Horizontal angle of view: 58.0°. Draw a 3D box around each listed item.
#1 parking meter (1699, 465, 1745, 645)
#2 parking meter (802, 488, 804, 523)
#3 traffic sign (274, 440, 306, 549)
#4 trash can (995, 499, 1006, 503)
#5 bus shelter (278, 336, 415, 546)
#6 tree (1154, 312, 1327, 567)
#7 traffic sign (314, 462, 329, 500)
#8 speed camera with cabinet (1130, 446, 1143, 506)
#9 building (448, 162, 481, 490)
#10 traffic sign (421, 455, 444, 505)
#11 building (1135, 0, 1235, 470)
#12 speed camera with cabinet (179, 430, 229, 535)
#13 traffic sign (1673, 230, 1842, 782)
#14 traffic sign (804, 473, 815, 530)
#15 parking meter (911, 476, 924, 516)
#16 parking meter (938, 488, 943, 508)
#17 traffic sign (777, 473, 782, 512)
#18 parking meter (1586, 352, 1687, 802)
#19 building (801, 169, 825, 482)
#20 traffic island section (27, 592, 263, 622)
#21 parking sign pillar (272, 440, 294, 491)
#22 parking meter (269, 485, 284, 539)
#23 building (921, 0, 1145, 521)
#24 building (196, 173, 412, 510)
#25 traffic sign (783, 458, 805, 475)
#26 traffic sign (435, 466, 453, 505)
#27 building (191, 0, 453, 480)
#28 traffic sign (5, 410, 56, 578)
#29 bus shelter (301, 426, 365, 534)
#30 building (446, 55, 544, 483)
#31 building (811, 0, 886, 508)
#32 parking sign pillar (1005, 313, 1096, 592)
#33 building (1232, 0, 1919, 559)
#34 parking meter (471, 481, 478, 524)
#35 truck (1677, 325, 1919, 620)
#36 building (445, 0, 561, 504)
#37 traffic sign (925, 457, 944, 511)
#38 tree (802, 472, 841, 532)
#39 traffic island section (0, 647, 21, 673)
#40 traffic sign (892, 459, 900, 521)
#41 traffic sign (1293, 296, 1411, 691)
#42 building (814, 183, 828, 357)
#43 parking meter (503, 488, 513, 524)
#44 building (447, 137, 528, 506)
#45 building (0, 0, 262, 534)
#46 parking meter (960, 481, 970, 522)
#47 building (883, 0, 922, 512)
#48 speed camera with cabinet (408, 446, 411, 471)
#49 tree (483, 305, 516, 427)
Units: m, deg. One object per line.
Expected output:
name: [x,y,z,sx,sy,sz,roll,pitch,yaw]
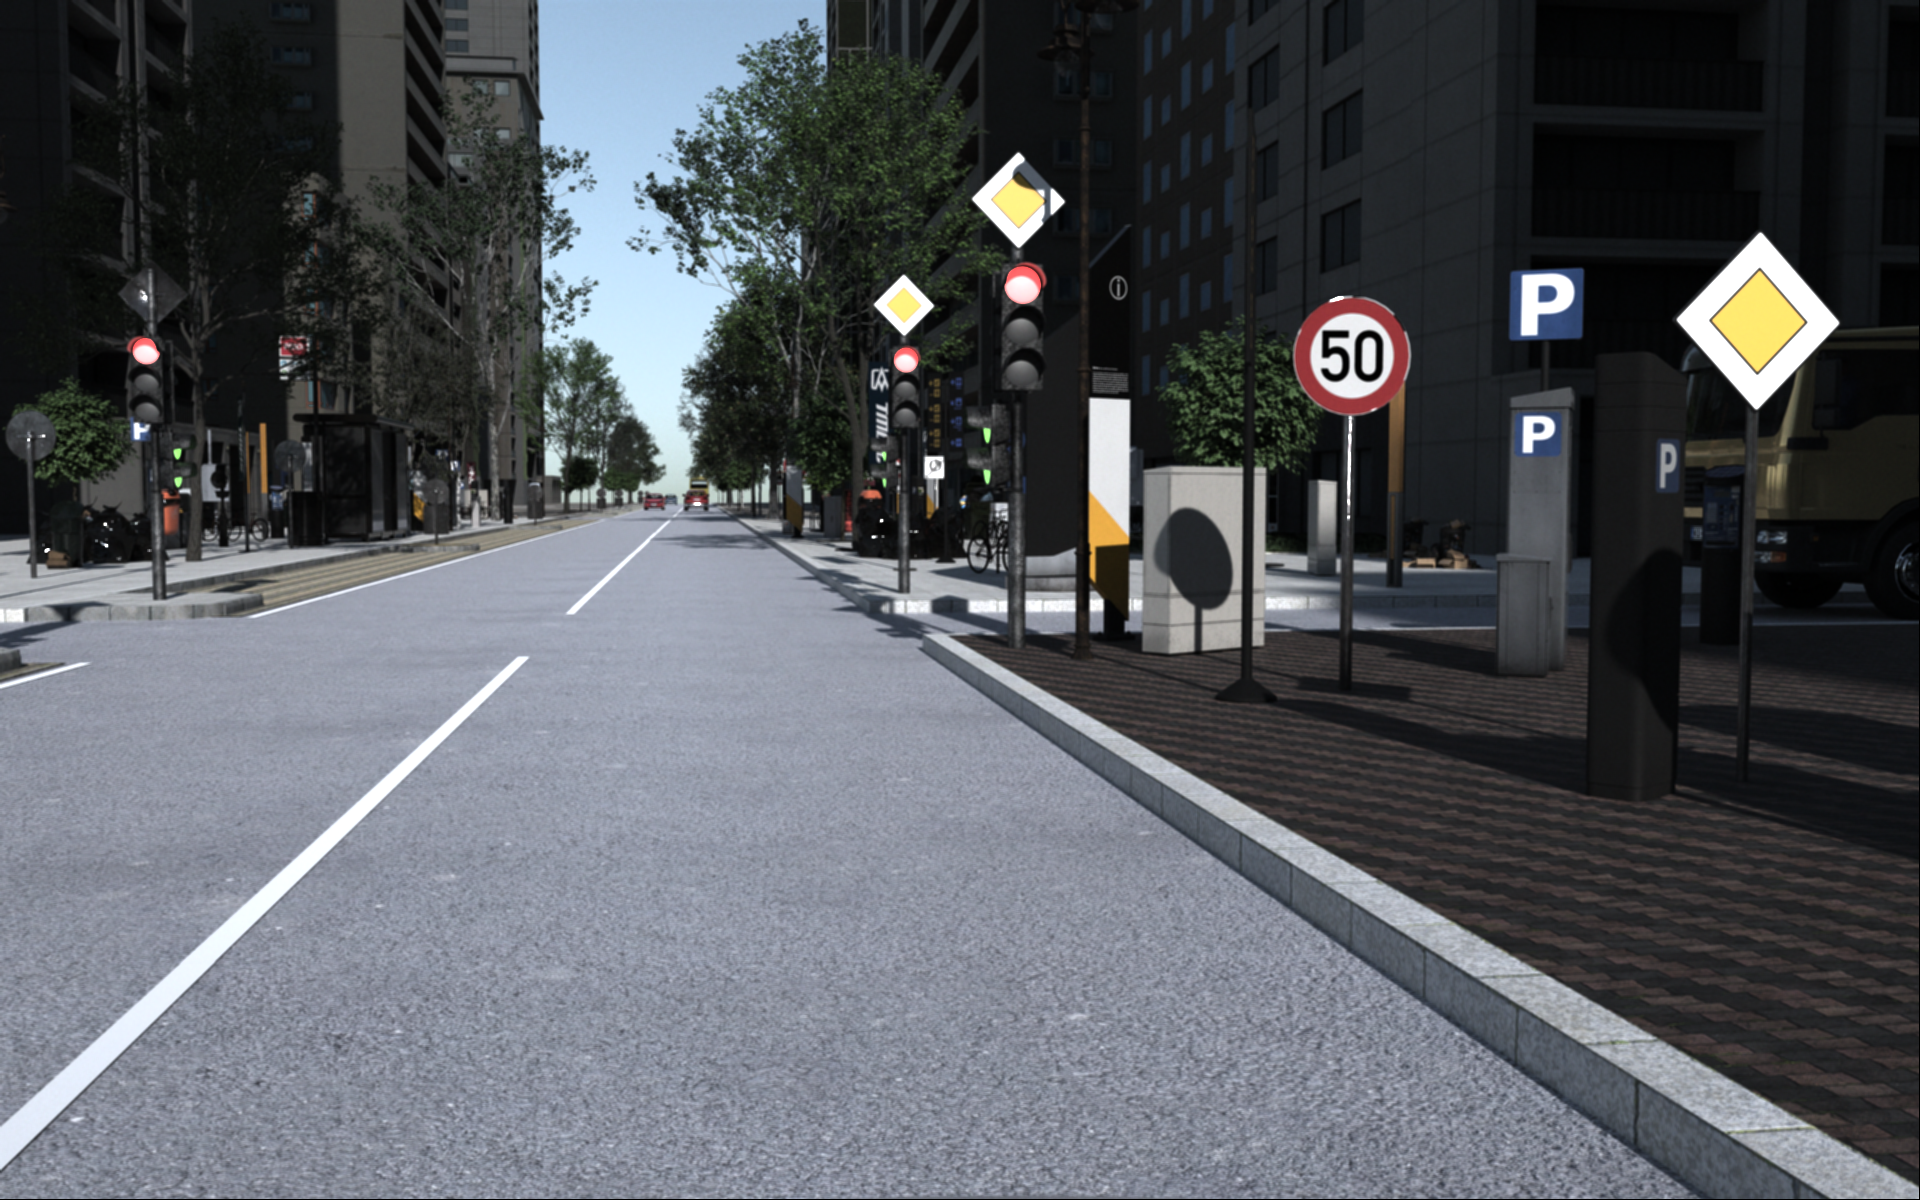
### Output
parking meter: [6.561,-0.394,14.850,0.372,1.533,0.369,0,3,0]
parking meter: [-6.780,-3.962,73.192,0.372,1.533,0.369,0,3,0]
traffic sign: [-15.748,-2.484,40.715,0.768,2.556,0.104,0,4,0]
trash can: [1.419,-2.527,52.970,0.748,1.137,0.748,0,3,0]
bus shelter: [-16.500,-4.218,46.591,2.179,5.291,8.768,-1,4,-8]
tree: [5.008,-2.877,30.759,4.285,4.588,4.351,0,3,0]
traffic sign: [-19.696,-3.308,54.084,0.884,2.594,0.081,0,4,-8]
speed camera with cabinet: [3.774,-2.411,33.753,2.038,3.252,0.660,-1,4,-20]
building: [-49.654,-23.100,149.382,14.160,30.474,14.107,-1,4,-9]
traffic sign: [-17.346,-3.476,56.936,0.768,2.556,0.104,0,4,1]
building: [14.960,-25.256,63.047,14.600,45.320,14.200,-1,4,-9]
speed camera with cabinet: [-23.305,-3.564,52.612,0.660,3.252,2.038,3,4,36]
traffic sign: [3.494,-0.397,7.670,0.795,2.450,0.064,0,4,-8]
traffic sign: [-5.135,-3.714,60.728,0.884,2.594,0.081,0,4,1]
parking meter: [-1.327,-2.986,54.526,0.255,1.863,0.399,-2,4,-35]
parking meter: [-0.890,-3.977,73.443,0.372,1.533,0.369,0,3,0]
traffic sign: [-9.941,-5.826,95.358,0.768,2.556,0.104,0,4,-8]
parking meter: [2.875,-0.101,7.357,0.399,1.863,0.255,-3,5,-44]
building: [-8.188,-40.047,244.013,28.713,52.752,27.495,-1,4,-9]
traffic island section: [-9.739,0.076,21.040,2.009,0.180,2.903,-1,4,-9]
parking sign pillar: [-33.762,-5.989,86.393,1.447,3.967,1.447,1,4,8]
parking meter: [-19.721,-2.544,50.005,0.372,1.533,0.369,0,3,0]
building: [9.916,-28.418,88.333,21.300,48.544,21.600,-1,4,-9]
building: [-50.244,-15.935,105.574,27.650,21.520,28.899,-1,4,-9]
traffic sign: [-5.120,-3.297,54.005,0.768,2.556,0.104,0,4,-1]
traffic sign: [-20.202,-4.129,67.515,0.884,2.594,0.081,0,4,-6]
building: [-50.928,-30.974,130.135,21.300,48.544,21.600,-1,4,-9]
traffic sign: [-14.113,-1.603,26.317,0.768,2.556,0.104,0,4,0]
bus shelter: [-20.637,-4.107,58.439,1.731,3.624,6.357,-1,4,-9]
building: [-66.357,-38.106,212.265,28.713,52.752,27.495,-1,4,-9]
building: [-6.909,-46.889,204.885,20.563,71.187,20.611,-1,4,-9]
parking sign pillar: [1.330,-2.130,23.297,1.447,3.967,1.447,-2,4,-31]
building: [20.025,-37.014,43.429,20.611,71.187,20.563,-1,4,-9]
parking meter: [-20.829,-4.198,74.346,0.255,1.863,0.399,0,4,-3]
truck: [12.828,-1.535,21.020,9.791,3.379,3.469,-1,4,-8]
building: [-65.674,-48.811,236.315,20.563,71.187,20.611,-1,4,-9]
traffic sign: [-0.672,-2.747,47.040,0.606,2.300,0.079,0,4,-6]
tree: [-4.799,-3.973,59.552,1.663,3.219,1.824,0,3,0]
traffic island section: [-8.544,0.559,13.144,2.009,0.180,2.903,-1,4,-9]
traffic sign: [-2.294,-3.656,59.889,0.768,2.556,0.104,0,4,-1]
traffic sign: [2.520,-0.681,11.247,0.768,2.556,0.104,0,4,-3]
building: [-11.797,-32.981,222.833,14.154,41.232,14.086,-1,4,-9]
parking meter: [-19.550,-4.068,74.921,0.372,1.533,0.369,0,3,0]
building: [-56.192,-31.138,192.703,14.154,41.232,14.086,-1,4,-9]
building: [-37.739,-38.159,62.155,20.563,71.187,20.611,-1,4,-9]
parking meter: [0.232,-4.238,75.008,0.399,1.863,0.255,1,4,10]
building: [4.961,-35.841,128.005,21.231,58.520,28.212,-1,4,-9]
speed camera with cabinet: [-23.032,-4.780,72.492,0.660,3.252,2.038,0,4,-4]
tree: [-18.198,-6.870,62.683,4.360,8.622,3.978,0,3,0]
